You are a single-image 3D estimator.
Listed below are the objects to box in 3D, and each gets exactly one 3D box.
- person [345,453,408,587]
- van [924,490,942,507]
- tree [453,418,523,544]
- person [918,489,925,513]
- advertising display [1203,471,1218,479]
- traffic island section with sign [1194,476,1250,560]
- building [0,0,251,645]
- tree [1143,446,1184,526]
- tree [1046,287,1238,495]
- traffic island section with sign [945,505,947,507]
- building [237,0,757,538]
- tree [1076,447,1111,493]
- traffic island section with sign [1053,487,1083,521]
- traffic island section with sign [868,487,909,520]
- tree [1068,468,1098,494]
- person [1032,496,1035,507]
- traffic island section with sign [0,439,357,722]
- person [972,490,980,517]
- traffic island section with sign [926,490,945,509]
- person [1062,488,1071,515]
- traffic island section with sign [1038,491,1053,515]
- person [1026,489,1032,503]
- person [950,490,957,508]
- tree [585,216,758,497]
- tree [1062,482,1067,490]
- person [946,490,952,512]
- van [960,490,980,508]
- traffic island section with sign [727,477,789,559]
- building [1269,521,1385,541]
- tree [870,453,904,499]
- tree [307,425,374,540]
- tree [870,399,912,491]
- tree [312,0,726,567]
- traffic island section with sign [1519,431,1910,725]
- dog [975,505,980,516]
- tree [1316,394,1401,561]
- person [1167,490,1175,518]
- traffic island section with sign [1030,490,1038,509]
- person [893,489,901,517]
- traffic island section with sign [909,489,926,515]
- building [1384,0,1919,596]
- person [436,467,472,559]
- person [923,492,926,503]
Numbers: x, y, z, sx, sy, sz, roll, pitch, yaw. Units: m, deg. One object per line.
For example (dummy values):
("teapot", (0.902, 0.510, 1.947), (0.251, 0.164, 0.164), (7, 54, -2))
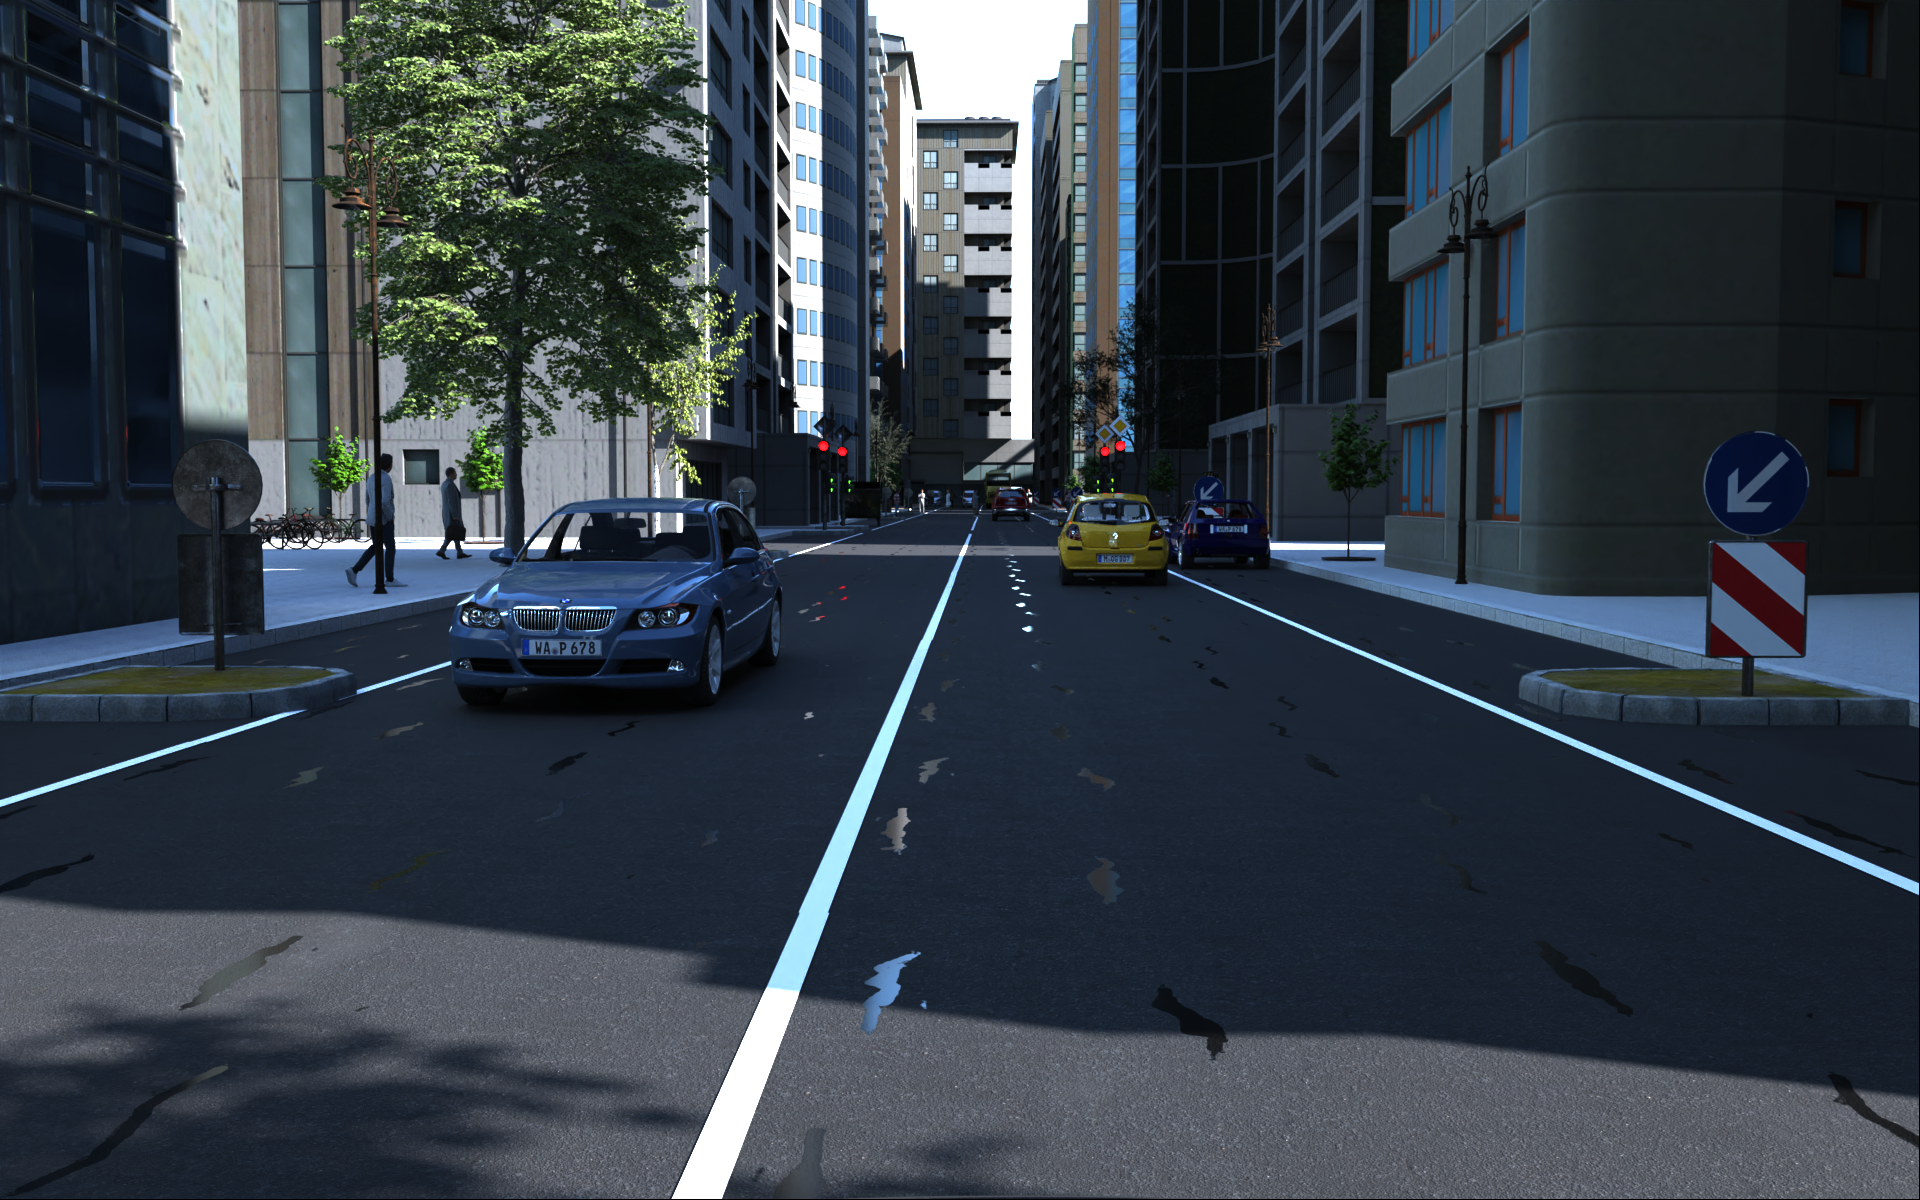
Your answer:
("person", (-8.041, -1.099, 23.858), (0.795, 1.843, 0.661), (-3, 5, -41))
("van", (-2.843, -10.762, 182.977), (2.013, 2.044, 4.112), (0, 4, 1))
("tree", (-12.244, -3.046, 44.405), (1.663, 3.219, 1.824), (0, 3, 0))
("person", (-2.893, -7.436, 130.259), (0.511, 1.800, 0.466), (-1, 4, -9))
("advertising display", (7.005, -2.645, 48.456), (0.123, 1.923, 0.974), (-1, 4, -10))
("traffic island section with sign", (5.345, -1.835, 38.637), (1.989, 1.847, 2.006), (0, 4, 1))
("building", (-17.465, -42.147, 1.780), (22.319, 86.520, 31.000), (0, 4, 1))
("tree", (8.205, -4.551, 69.009), (1.663, 3.219, 1.824), (0, 3, 0))
("tree", (8.093, -8.837, 78.904), (8.767, 10.594, 7.601), (-1, 4, -13))
("traffic island section with sign", (-2.365, -11.720, 200.244), (1.989, 1.847, 2.006), (0, 4, 1))
("building", (-14.146, -17.428, 56.655), (14.107, 30.474, 14.160), (0, 4, 1))
("tree", (9.874, -8.459, 122.021), (4.285, 4.588, 4.351), (0, 3, 0))
("traffic island section with sign", (6.208, -5.235, 94.220), (1.989, 1.847, 2.006), (0, 4, 1))
("traffic island section with sign", (-4.003, -5.282, 94.988), (1.989, 1.847, 2.006), (0, 4, 1))
("tree", (8.681, -7.495, 117.141), (1.663, 3.219, 1.824), (0, 3, 0))
("person", (8.261, -10.900, 189.944), (0.697, 1.427, 0.421), (3, 4, 39))
("traffic island section with sign", (-5.299, -0.197, 11.853), (1.989, 1.847, 2.006), (0, 4, 1))
("person", (0.962, -6.029, 108.076), (0.522, 1.701, 0.512), (1, 4, 21))
("traffic island section with sign", (-2.790, -10.018, 172.430), (1.989, 1.847, 2.006), (0, 4, 1))
("person", (6.125, -5.446, 98.130), (0.643, 1.750, 0.593), (-3, 5, -40))
("traffic island section with sign", (6.630, -6.885, 121.196), (1.989, 1.847, 2.006), (0, 4, 1))
("person", (5.027, -7.324, 128.339), (0.635, 1.810, 0.391), (-1, 4, -17))
("person", (-0.888, -10.525, 180.672), (1.348, 1.812, 0.705), (2, 4, 30))
("tree", (-7.716, -5.801, 45.213), (4.737, 8.622, 4.395), (0, 3, 0))
("tree", (9.709, -9.326, 147.083), (1.663, 3.219, 1.824), (0, 3, 0))
("person", (-0.930, -8.149, 142.092), (0.624, 1.780, 0.694), (-1, 4, -13))
("van", (1.042, -10.693, 181.842), (2.013, 2.044, 4.112), (0, 4, 0))
("traffic island section with sign", (-4.886, -1.846, 38.805), (1.989, 1.847, 2.006), (0, 4, 1))
("building", (18.895, -37.371, 49.274), (20.563, 71.187, 20.611), (0, 4, 1))
("tree", (-6.077, -9.365, 136.829), (4.285, 4.588, 4.351), (0, 3, 0))
("tree", (-17.719, -3.336, 49.148), (1.663, 3.219, 1.824), (0, 3, 0))
("tree", (-5.990, -10.986, 129.980), (4.360, 8.622, 3.978), (0, 3, 0))
("tree", (-7.757, -6.887, 30.728), (7.486, 12.596, 7.792), (0, 3, 0))
("traffic island section with sign", (4.917, -0.187, 11.685), (1.989, 1.847, 2.006), (0, 4, 1))
("dog", (1.008, -5.793, 111.560), (0.513, 0.831, 0.800), (3, 4, 36))
("tree", (7.425, -2.371, 33.370), (1.663, 3.219, 1.824), (0, 3, 0))
("person", (11.426, -5.378, 93.781), (0.447, 1.846, 0.655), (0, 4, -1))
("traffic island section with sign", (7.411, -9.971, 171.649), (1.989, 1.847, 2.006), (0, 4, 1))
("person", (-3.757, -5.703, 102.580), (0.643, 1.720, 0.563), (-2, 4, -31))
("traffic island section with sign", (-3.576, -6.936, 122.033), (1.989, 1.847, 2.006), (0, 4, 1))
("building", (21.110, -10.418, 15.371), (27.650, 21.520, 28.899), (0, 4, 1))
("person", (-9.992, -1.714, 34.168), (0.767, 1.812, 0.694), (-2, 4, -30))
("person", (-4.814, -13.231, 225.760), (0.436, 1.711, 0.756), (-2, 4, -26))
